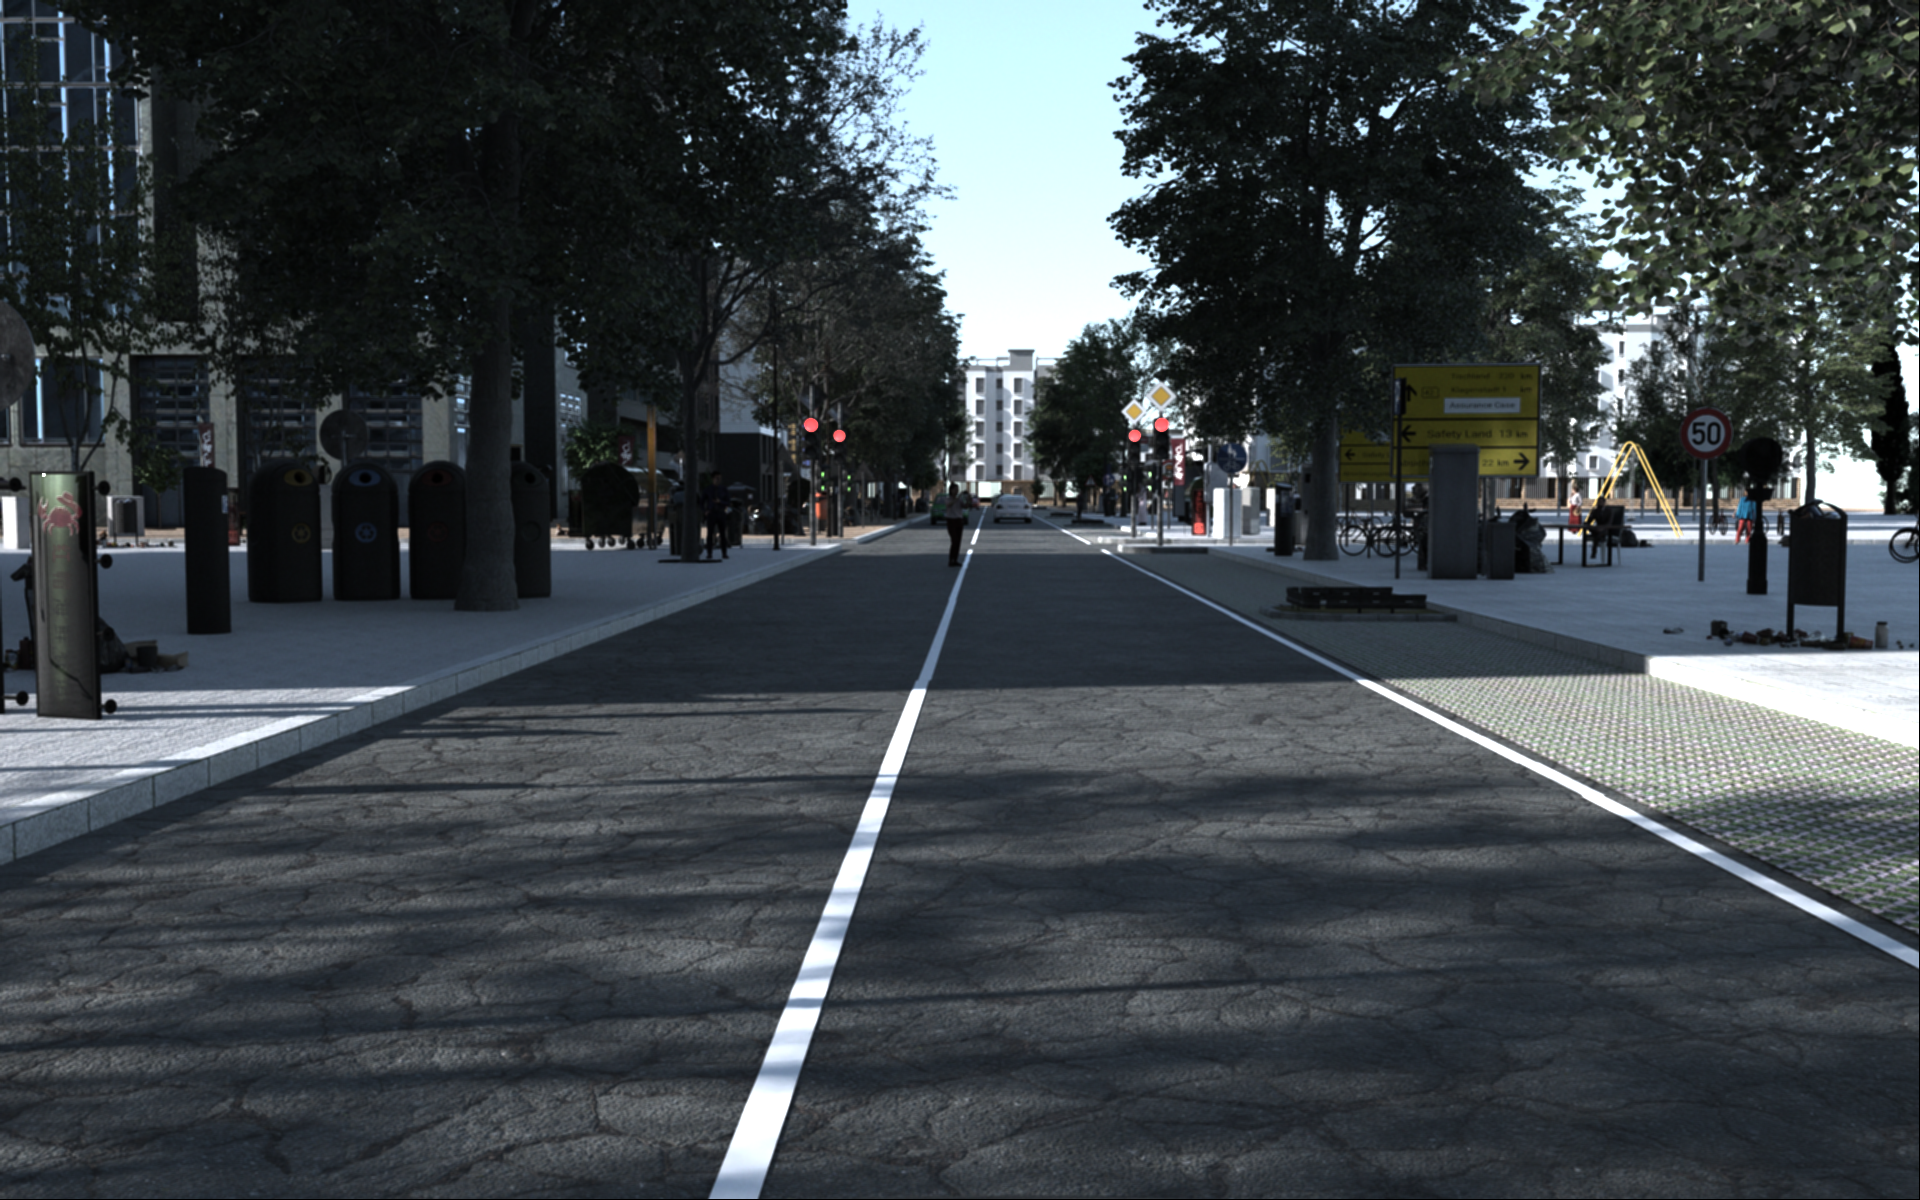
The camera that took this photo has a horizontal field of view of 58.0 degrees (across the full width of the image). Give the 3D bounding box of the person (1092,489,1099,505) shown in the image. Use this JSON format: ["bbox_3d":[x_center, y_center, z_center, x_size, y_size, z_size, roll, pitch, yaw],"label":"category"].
[{"bbox_3d":[15.467,-11.712,197.549,0.705,1.822,1.348,-2,4,-32],"label":"person"}]

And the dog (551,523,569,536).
[{"bbox_3d":[-12.141,-2.156,52.990,0.748,0.427,0.550,3,5,44],"label":"dog"}]

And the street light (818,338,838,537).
[{"bbox_3d":[-3.895,-4.800,51.265,0.468,5.910,1.993,0,4,1],"label":"street light"}]

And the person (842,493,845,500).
[{"bbox_3d":[-6.641,-5.384,97.974,0.340,1.345,0.435,-1,4,-20],"label":"person"}]

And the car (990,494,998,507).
[{"bbox_3d":[4.478,-11.274,196.127,2.131,1.459,4.920,0,4,2],"label":"car"}]

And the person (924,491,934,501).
[{"bbox_3d":[-3.165,-9.901,168.602,1.217,1.739,0.721,-1,4,-10],"label":"person"}]

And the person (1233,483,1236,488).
[{"bbox_3d":[10.517,-3.659,66.806,0.756,1.711,0.436,0,4,0],"label":"person"}]

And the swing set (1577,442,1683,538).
[{"bbox_3d":[20.586,-3.389,53.030,2.862,2.851,3.119,2,4,25],"label":"swing set"}]

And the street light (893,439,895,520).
[{"bbox_3d":[-3.252,-6.923,85.986,0.468,5.910,1.993,0,4,1],"label":"street light"}]

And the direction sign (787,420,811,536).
[{"bbox_3d":[-4.908,-3.727,52.938,0.876,3.537,0.379,2,4,32],"label":"direction sign"}]

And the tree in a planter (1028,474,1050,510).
[{"bbox_3d":[6.919,-9.506,152.647,1.991,3.239,1.994,0,4,1],"label":"tree in a planter"}]

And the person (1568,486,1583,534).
[{"bbox_3d":[19.781,-2.881,55.617,0.387,1.526,0.523,-2,4,-25],"label":"person"}]

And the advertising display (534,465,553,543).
[{"bbox_3d":[-9.666,-2.070,39.061,0.974,1.923,0.123,1,4,12],"label":"advertising display"}]

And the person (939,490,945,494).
[{"bbox_3d":[-1.871,-10.801,183.438,0.742,1.727,0.445,2,4,30],"label":"person"}]

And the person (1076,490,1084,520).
[{"bbox_3d":[6.128,-4.784,88.183,0.415,1.643,0.593,0,4,5],"label":"person"}]

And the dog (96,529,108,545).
[{"bbox_3d":[-21.523,-1.557,43.196,0.748,0.427,0.550,-3,5,-42],"label":"dog"}]

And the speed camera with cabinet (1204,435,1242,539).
[{"bbox_3d":[7.702,-3.451,50.767,0.660,3.252,2.038,0,4,-8],"label":"speed camera with cabinet"}]

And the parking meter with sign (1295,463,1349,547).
[{"bbox_3d":[8.817,-2.843,42.749,1.738,3.016,0.543,3,5,40],"label":"parking meter with sign"}]

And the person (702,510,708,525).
[{"bbox_3d":[-10.497,-3.923,72.886,0.600,1.496,0.574,3,5,43],"label":"person"}]

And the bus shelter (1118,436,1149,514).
[{"bbox_3d":[11.886,-8.518,116.907,2.179,5.291,8.768,0,4,1],"label":"bus shelter"}]

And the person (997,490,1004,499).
[{"bbox_3d":[3.246,-8.040,140.398,0.568,1.767,0.683,1,4,14],"label":"person"}]

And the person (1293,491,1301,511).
[{"bbox_3d":[16.587,-4.652,85.290,0.628,1.438,0.799,-2,4,-34],"label":"person"}]

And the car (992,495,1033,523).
[{"bbox_3d":[2.624,-4.551,86.766,2.083,1.381,4.827,0,4,0],"label":"car"}]

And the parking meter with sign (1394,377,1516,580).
[{"bbox_3d":[7.451,-1.824,26.085,1.738,3.016,0.543,0,4,5],"label":"parking meter with sign"}]

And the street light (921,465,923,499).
[{"bbox_3d":[-2.636,-9.049,120.732,0.468,5.910,1.993,0,4,1],"label":"street light"}]

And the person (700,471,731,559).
[{"bbox_3d":[-4.842,-1.690,34.373,0.576,1.737,0.504,-1,4,-21],"label":"person"}]

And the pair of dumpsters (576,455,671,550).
[{"bbox_3d":[-8.051,-2.396,41.661,1.574,2.255,4.437,0,4,1],"label":"pair of dumpsters"}]

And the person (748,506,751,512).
[{"bbox_3d":[-7.554,-3.052,63.867,0.347,0.859,0.695,3,4,37],"label":"person"}]

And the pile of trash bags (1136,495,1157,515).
[{"bbox_3d":[11.595,-5.992,107.724,1.912,1.369,3.447,1,4,13],"label":"pile of trash bags"}]

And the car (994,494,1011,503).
[{"bbox_3d":[4.282,-9.649,166.562,1.959,1.807,4.718,0,4,-1],"label":"car"}]

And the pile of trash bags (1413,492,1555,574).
[{"bbox_3d":[8.600,-1.199,29.355,1.912,1.369,3.447,0,4,-6],"label":"pile of trash bags"}]

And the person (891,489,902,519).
[{"bbox_3d":[-3.313,-4.987,89.785,0.569,1.553,0.471,0,4,6],"label":"person"}]

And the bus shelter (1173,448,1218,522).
[{"bbox_3d":[10.723,-5.180,78.611,2.014,3.302,5.546,0,4,1],"label":"bus shelter"}]

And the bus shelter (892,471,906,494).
[{"bbox_3d":[-4.984,-7.883,122.806,2.014,3.302,5.546,0,4,1],"label":"bus shelter"}]

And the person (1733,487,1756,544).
[{"bbox_3d":[21.625,-2.291,47.663,0.444,1.614,0.593,-3,5,-43],"label":"person"}]

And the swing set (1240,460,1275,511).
[{"bbox_3d":[13.933,-5.112,81.208,2.862,2.851,3.119,0,4,3],"label":"swing set"}]

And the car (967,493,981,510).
[{"bbox_3d":[0.871,-9.040,156.849,2.155,1.783,4.494,0,4,2],"label":"car"}]

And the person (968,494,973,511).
[{"bbox_3d":[0.887,-8.465,150.165,0.557,1.426,1.065,-2,4,-25],"label":"person"}]

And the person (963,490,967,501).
[{"bbox_3d":[0.519,-8.855,153.357,0.705,1.814,1.350,3,4,36],"label":"person"}]

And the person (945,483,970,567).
[{"bbox_3d":[-0.045,-1.493,34.364,0.517,1.644,0.566,0,4,3],"label":"person"}]

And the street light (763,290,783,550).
[{"bbox_3d":[-4.200,-4.078,39.458,0.468,5.910,1.993,0,4,1],"label":"street light"}]

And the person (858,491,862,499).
[{"bbox_3d":[-12.098,-12.231,208.573,0.705,1.812,1.348,-3,4,-37],"label":"person"}]

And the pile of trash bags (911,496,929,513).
[{"bbox_3d":[-3.825,-6.668,118.774,3.447,1.369,1.912,0,4,-1],"label":"pile of trash bags"}]

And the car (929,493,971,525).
[{"bbox_3d":[-0.484,-4.447,81.497,1.959,1.807,4.718,0,3,0],"label":"car"}]

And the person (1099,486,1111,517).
[{"bbox_3d":[8.209,-5.590,98.240,0.742,1.727,0.445,1,4,11],"label":"person"}]

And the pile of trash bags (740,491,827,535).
[{"bbox_3d":[-5.617,-2.787,55.321,3.447,1.369,1.912,-2,4,-34],"label":"pile of trash bags"}]

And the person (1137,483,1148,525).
[{"bbox_3d":[7.426,-3.923,70.858,0.621,1.740,0.551,-2,4,-27],"label":"person"}]

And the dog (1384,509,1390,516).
[{"bbox_3d":[25.139,-5.147,101.896,0.748,0.427,0.550,-2,4,-30],"label":"dog"}]

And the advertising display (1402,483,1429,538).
[{"bbox_3d":[13.263,-2.737,49.964,0.974,1.923,0.123,0,4,3],"label":"advertising display"}]
